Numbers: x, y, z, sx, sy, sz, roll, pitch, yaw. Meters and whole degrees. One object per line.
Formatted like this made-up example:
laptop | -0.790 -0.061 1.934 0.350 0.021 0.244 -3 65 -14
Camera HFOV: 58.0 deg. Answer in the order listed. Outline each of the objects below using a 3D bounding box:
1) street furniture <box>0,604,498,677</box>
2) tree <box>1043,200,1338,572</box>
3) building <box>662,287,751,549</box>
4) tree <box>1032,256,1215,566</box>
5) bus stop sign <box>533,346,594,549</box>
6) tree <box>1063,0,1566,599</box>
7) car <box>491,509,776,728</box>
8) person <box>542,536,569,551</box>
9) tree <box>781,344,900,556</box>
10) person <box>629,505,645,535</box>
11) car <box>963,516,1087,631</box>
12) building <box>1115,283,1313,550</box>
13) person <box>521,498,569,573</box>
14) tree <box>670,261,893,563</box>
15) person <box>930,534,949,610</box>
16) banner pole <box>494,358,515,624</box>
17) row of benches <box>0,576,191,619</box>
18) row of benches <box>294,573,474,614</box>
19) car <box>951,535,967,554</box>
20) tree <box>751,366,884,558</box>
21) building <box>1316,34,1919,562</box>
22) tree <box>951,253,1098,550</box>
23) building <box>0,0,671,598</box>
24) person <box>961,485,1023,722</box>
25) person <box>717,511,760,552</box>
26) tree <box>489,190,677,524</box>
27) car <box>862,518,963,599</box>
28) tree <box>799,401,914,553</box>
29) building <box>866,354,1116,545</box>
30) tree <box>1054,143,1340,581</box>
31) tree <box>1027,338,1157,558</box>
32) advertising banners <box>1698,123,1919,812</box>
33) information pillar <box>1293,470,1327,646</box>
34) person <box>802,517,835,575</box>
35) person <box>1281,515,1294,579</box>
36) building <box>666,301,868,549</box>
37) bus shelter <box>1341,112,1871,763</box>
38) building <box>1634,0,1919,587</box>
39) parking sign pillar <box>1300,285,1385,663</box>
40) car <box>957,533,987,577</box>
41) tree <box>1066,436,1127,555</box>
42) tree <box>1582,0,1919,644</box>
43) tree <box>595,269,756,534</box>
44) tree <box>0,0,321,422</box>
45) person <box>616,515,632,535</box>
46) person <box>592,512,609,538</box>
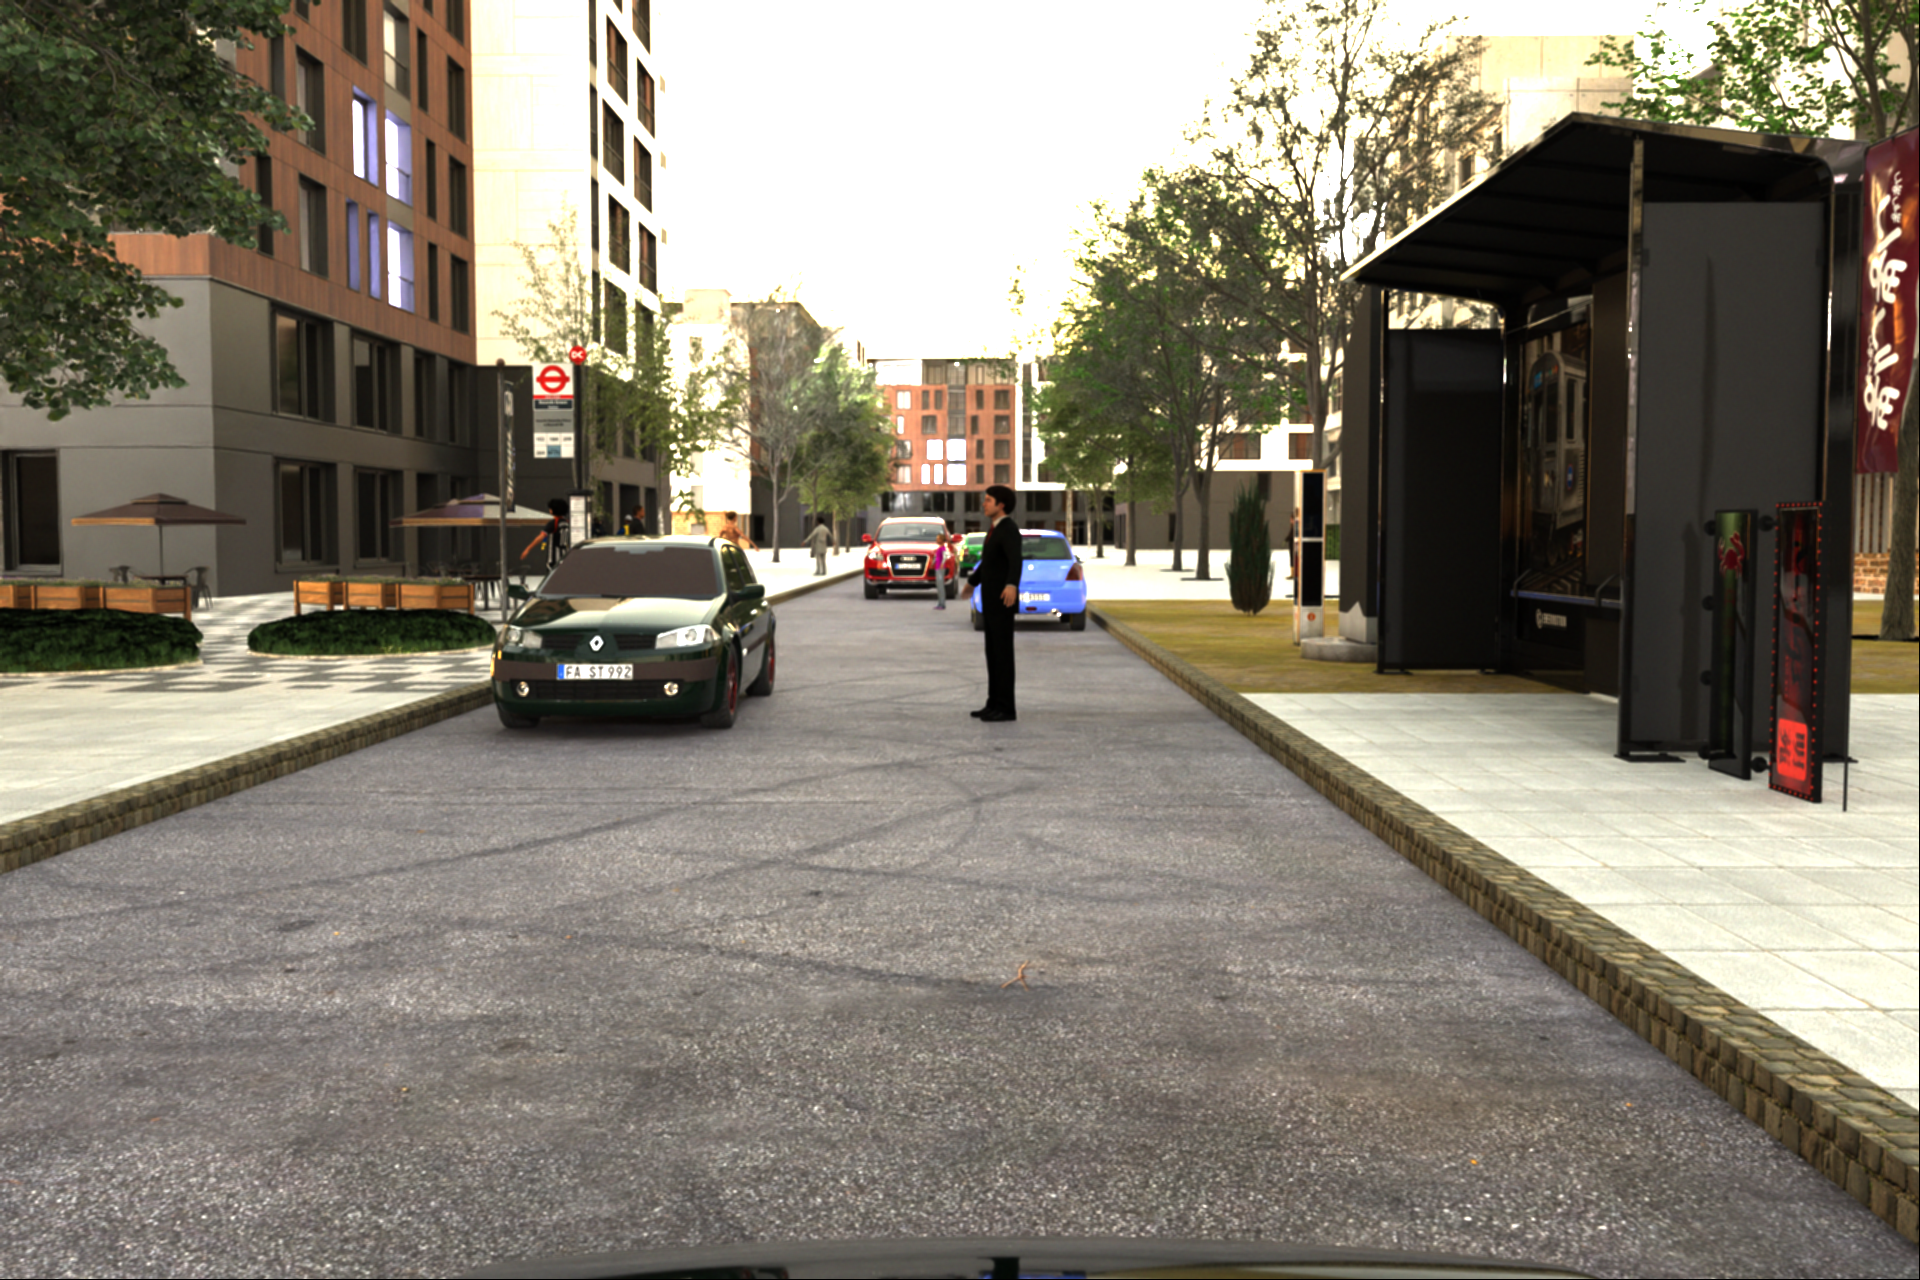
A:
street furniture | -10.469 -0.187 18.684 10.072 0.657 5.734 1 4 12
tree | 7.615 -9.107 59.272 12.009 13.543 11.850 0 3 0
building | -22.845 -16.984 134.111 16.016 20.090 11.380 0 4 0
tree | 6.821 -9.303 70.228 7.486 12.596 7.792 0 3 0
bus stop sign | -5.637 -2.200 24.679 0.855 3.939 0.416 0 4 2
tree | 7.309 -7.594 34.526 12.009 13.543 11.850 0 3 0
car | -2.519 -0.258 14.010 2.009 1.686 4.222 0 4 0
person | -8.640 -1.905 37.610 0.721 1.772 1.216 2 4 32
tree | -7.279 -11.319 103.197 7.486 12.596 7.792 0 3 0
person | -5.812 -1.543 31.449 0.704 1.802 1.346 -2 4 -25
car | 1.018 -1.065 27.000 1.945 1.707 3.694 0 4 -1
building | 27.702 -19.037 155.226 27.936 21.610 32.646 0 4 1
person | -6.194 -1.249 26.569 0.704 1.843 1.345 2 4 28
tree | -8.110 -10.209 77.284 12.009 13.543 11.850 0 3 0
person | -0.426 -1.294 32.875 0.599 1.433 0.991 -1 4 -13
banner pole | -6.535 -2.139 24.995 0.401 3.779 0.863 0 4 1
row of benches | -12.728 -0.572 24.819 4.104 0.672 1.422 2 4 26
row of benches | -8.779 -0.668 26.381 4.104 0.672 1.422 3 5 40
car | 0.063 -5.116 96.007 2.083 1.381 4.827 0 4 1
tree | -7.485 -9.610 91.533 7.601 10.594 8.767 -1 4 -11
building | 25.685 -12.453 70.056 16.747 18.905 31.486 0 4 1
tree | 6.138 -16.009 117.634 12.611 20.169 13.585 0 3 0
building | -25.254 -12.626 50.409 27.936 21.610 32.646 0 4 1
person | 0.276 -0.290 13.387 0.705 1.806 1.347 -1 4 -14
person | -4.362 -1.645 33.695 1.217 1.733 0.721 3 4 39
tree | -8.556 -5.364 38.072 4.360 8.622 3.978 0 3 0
car | -1.071 -1.905 39.818 2.281 1.827 5.304 0 4 1
tree | -7.529 -11.117 116.178 8.767 10.594 7.601 -1 4 -15
building | 4.524 -22.216 209.663 32.646 21.610 27.936 0 4 1
tree | 6.644 -7.458 47.693 9.928 11.665 9.643 0 3 0
tree | 7.378 -10.186 92.303 9.928 11.665 9.643 0 3 0
advertising banners | 4.094 -0.749 8.430 0.090 3.025 2.074 0 4 1
information pillar | 4.013 -0.942 19.896 0.304 2.012 0.304 0 4 -1
person | -4.358 -2.923 53.977 0.705 1.806 1.347 3 5 45
person | 9.465 -2.632 49.164 0.704 1.812 1.346 2 4 32
building | -24.196 -19.870 168.850 27.936 21.610 32.646 0 4 1
bus shelter | 4.295 -1.315 12.780 1.731 3.624 6.357 0 4 1
building | 24.638 -11.767 48.811 16.016 20.090 11.380 0 4 0
parking sign pillar | 4.258 -1.794 17.812 1.447 3.967 1.447 0 4 0
car | 0.876 -3.054 58.725 1.959 1.807 4.718 0 4 1
tree | 7.971 -9.677 108.588 4.360 8.622 3.978 0 3 0
tree | 11.271 -5.787 20.374 9.928 11.665 9.643 0 3 0
tree | -8.229 -6.019 48.777 4.737 8.622 4.395 0 3 0
tree | -8.859 -6.487 12.710 9.857 13.997 8.962 0 3 0
person | -9.690 -2.728 50.575 1.349 1.833 0.705 -3 5 -40
person | -9.002 -2.290 43.229 0.705 1.856 1.354 1 4 23
